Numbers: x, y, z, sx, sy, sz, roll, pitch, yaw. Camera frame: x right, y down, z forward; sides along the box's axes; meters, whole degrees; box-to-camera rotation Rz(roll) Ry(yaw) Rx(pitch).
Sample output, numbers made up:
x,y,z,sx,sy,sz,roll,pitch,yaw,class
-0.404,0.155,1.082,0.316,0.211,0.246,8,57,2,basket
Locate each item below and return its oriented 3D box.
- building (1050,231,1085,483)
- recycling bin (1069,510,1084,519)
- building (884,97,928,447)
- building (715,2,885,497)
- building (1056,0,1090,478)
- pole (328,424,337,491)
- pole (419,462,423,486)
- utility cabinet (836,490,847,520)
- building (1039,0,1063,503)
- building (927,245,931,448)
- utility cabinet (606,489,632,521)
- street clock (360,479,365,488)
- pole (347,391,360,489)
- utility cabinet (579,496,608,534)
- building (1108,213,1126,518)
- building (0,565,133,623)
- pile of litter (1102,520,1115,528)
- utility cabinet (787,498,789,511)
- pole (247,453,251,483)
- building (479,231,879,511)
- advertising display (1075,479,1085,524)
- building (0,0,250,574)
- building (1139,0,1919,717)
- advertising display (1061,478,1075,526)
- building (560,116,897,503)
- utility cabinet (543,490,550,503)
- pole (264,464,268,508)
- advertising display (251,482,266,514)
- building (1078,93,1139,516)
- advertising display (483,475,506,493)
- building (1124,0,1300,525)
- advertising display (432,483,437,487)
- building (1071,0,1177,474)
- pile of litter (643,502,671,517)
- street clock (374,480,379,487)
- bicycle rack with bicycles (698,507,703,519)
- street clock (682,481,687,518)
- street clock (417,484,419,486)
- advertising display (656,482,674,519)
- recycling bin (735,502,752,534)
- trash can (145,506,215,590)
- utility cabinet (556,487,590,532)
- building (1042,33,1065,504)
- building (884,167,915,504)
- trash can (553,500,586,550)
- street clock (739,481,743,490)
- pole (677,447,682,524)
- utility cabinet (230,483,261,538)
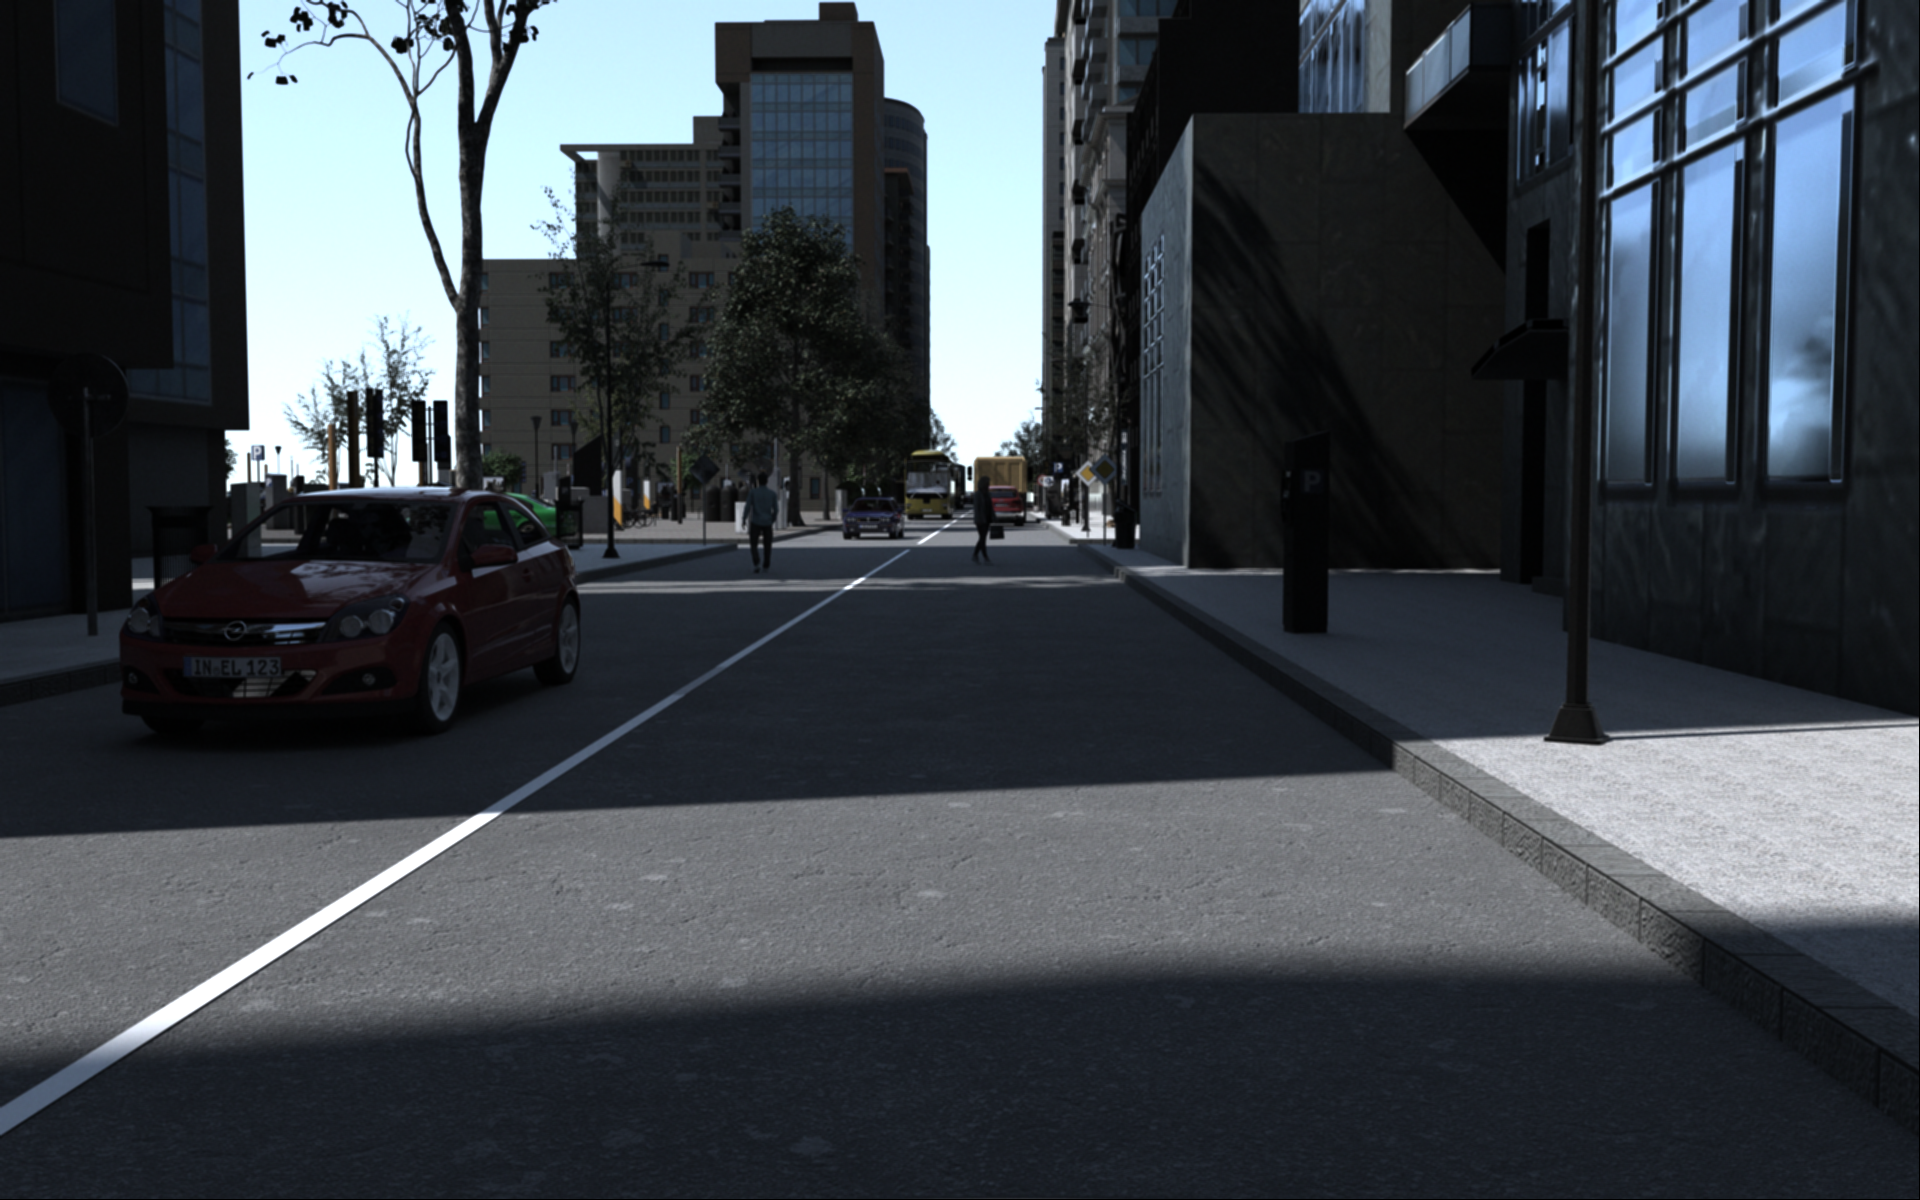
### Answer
x,y,z,sx,sy,sz,roll,pitch,yaw,class
16.986,-25.688,191.704,14.160,30.474,14.107,0,4,1,building
6.139,-4.748,90.180,0.722,1.027,0.722,-3,4,-37,recycling bin
-15.851,-43.630,255.346,21.231,58.520,28.212,0,4,1,building
-14.421,-31.349,162.670,14.600,45.320,14.200,0,4,1,building
24.109,-35.476,169.271,28.713,52.752,27.495,0,4,1,building
-18.315,-3.469,50.569,0.158,3.312,0.155,0,3,0,pole
-26.099,-5.506,83.861,0.158,3.312,0.155,0,3,0,pole
-5.837,-4.697,85.483,0.318,1.500,1.173,-1,4,-18,utility cabinet
21.720,-49.631,249.717,20.563,71.187,20.611,0,4,1,building
-12.001,-36.297,277.045,14.154,41.232,14.086,0,4,1,building
-16.203,-4.506,82.344,1.173,1.500,0.318,-3,4,-39,utility cabinet
-27.442,-4.578,79.415,0.358,2.002,0.471,-1,4,-9,street clock
-12.027,-2.480,34.392,0.158,3.312,0.155,0,3,0,pole
-11.780,-2.745,56.038,1.020,1.237,0.306,-1,4,-16,utility cabinet
16.380,-13.801,93.103,16.820,18.784,16.811,0,4,1,building
-16.005,-22.108,11.570,14.600,45.320,14.200,0,4,1,building
6.145,-3.247,67.053,1.719,0.858,1.176,-2,4,-35,pile of litter
-9.622,-5.292,97.689,1.020,1.237,0.306,-2,4,-27,utility cabinet
-34.882,-5.577,85.027,0.158,3.312,0.155,0,3,0,pole
-21.420,-18.142,141.659,27.650,21.520,28.899,0,4,1,building
5.179,-4.293,75.402,0.123,1.923,0.974,3,5,40,advertising display
-23.157,-23.286,30.841,14.200,45.320,14.600,0,4,1,building
14.986,-43.376,21.865,22.319,86.520,31.000,0,4,1,building
4.265,-3.933,69.512,0.123,1.923,0.974,-1,4,-17,advertising display
-23.194,-30.000,182.373,32.217,40.220,23.993,0,4,1,building
-20.090,-4.651,84.729,0.318,1.500,1.173,-2,4,-25,utility cabinet
-47.343,-7.607,118.214,0.158,3.312,0.155,0,3,0,pole
-36.927,-5.270,91.373,0.974,1.923,0.123,-2,4,-28,advertising display
15.109,-19.914,112.982,14.401,28.519,23.554,0,4,1,building
-16.084,-3.324,59.554,0.974,1.923,0.123,1,4,10,advertising display
13.546,-14.768,71.142,12.332,23.373,15.834,0,4,1,building
-29.781,-5.749,99.209,0.123,1.923,0.974,2,4,35,advertising display
21.335,-31.860,140.516,23.786,49.044,30.456,0,4,1,building
-16.896,-5.038,96.332,1.719,0.858,1.176,0,4,-6,pile of litter
-29.536,-5.083,87.673,0.358,2.002,0.471,-1,4,-15,street clock
-12.067,-4.580,88.267,2.852,0.926,2.925,-2,4,-35,bicycle rack with bicycles
-14.850,-5.406,92.954,0.358,2.002,0.471,-3,5,-42,street clock
-36.981,-6.982,118.726,0.471,2.002,0.358,1,4,20,street clock
-15.150,-5.125,89.005,0.974,1.923,0.123,-2,4,-32,advertising display
-6.705,-2.621,55.401,0.722,1.027,0.722,-3,5,-41,recycling bin
-9.179,-0.536,20.417,0.748,1.137,0.748,0,3,0,trash can
-12.831,-2.984,57.463,0.318,1.500,1.173,3,4,38,utility cabinet
21.231,-41.819,225.743,21.231,58.520,28.212,0,4,1,building
-17.286,-34.998,226.841,22.147,44.769,28.867,0,4,1,building
-9.065,-1.745,40.191,0.748,1.137,0.748,0,3,0,trash can
-12.369,-5.705,97.847,0.358,2.002,0.471,-1,4,-9,street clock
-12.049,-4.930,74.451,0.158,3.312,0.155,0,3,0,pole
-13.977,-1.542,33.884,0.318,1.500,1.173,-1,4,-10,utility cabinet
